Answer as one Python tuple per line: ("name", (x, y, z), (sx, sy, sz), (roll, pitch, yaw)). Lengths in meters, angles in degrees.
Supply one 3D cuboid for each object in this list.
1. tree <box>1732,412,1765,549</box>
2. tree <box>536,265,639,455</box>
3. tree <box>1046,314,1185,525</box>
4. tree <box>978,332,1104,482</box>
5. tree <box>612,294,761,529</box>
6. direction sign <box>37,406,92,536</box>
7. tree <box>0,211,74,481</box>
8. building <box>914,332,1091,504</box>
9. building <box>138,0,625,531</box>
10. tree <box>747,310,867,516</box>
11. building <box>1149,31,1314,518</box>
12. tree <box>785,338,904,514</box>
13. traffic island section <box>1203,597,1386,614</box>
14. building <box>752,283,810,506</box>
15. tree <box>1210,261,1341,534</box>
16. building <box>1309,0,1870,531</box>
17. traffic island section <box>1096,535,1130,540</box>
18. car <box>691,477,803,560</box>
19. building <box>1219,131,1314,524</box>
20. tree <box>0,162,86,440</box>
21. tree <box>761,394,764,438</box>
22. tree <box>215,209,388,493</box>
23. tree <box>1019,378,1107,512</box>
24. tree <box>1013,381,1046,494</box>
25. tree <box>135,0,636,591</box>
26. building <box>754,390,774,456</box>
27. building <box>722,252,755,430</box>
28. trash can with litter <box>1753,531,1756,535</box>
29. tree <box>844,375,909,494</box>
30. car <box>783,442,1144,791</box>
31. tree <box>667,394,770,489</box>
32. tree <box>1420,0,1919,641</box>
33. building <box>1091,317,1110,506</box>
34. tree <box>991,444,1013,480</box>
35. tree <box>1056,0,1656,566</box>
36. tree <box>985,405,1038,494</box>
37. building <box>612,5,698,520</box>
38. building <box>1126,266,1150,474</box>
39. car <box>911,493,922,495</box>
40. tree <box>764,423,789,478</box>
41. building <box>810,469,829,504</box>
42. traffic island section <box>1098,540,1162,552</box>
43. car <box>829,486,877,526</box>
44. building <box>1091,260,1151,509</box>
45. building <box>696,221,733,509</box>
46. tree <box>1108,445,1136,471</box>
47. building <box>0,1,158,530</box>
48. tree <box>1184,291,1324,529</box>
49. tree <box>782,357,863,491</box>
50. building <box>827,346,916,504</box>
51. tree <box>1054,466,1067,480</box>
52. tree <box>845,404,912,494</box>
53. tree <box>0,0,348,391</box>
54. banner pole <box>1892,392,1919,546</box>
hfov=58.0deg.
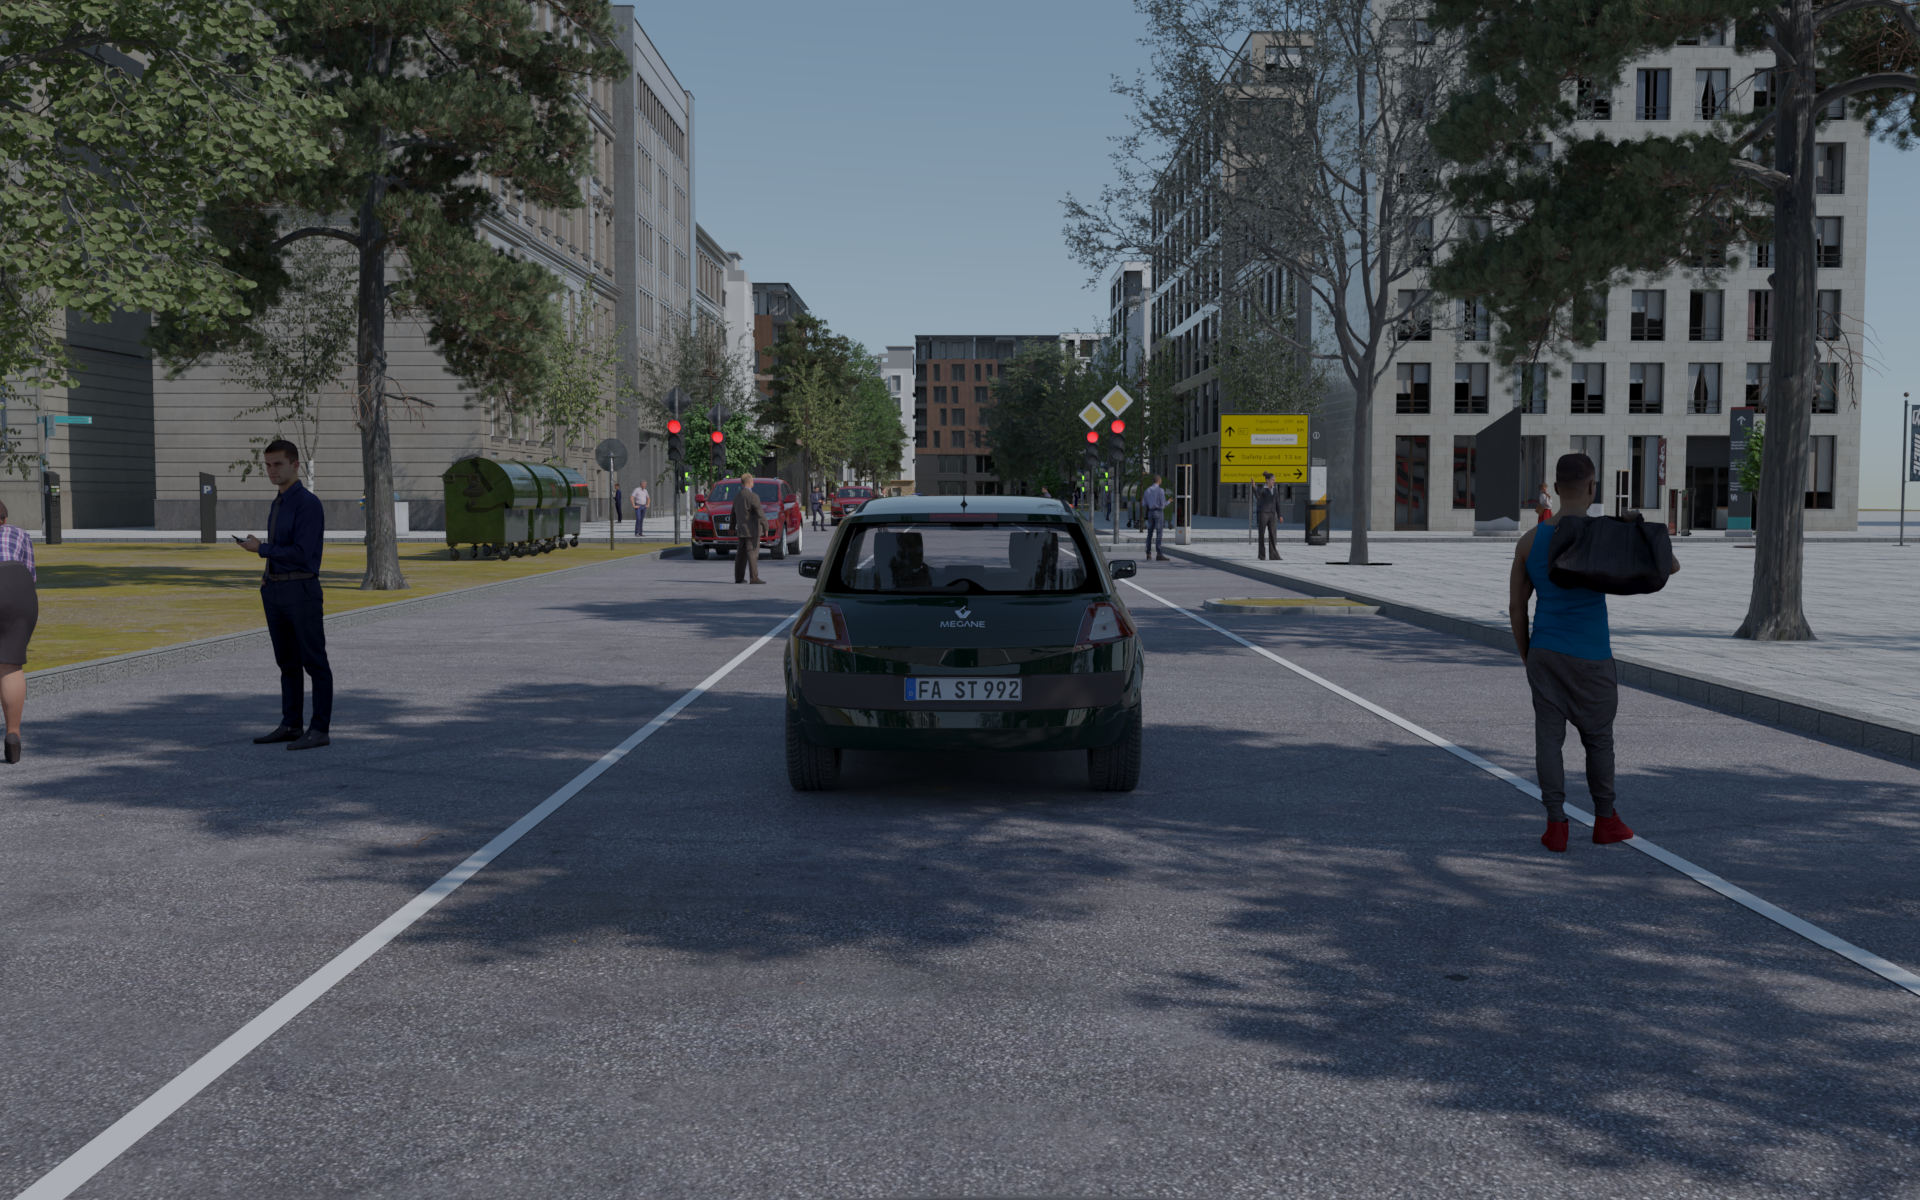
("tree", (18.854, -2.842, 41.069), (1.663, 3.219, 1.824), (0, 3, 0))
("tree", (-12.918, -6.504, 56.699), (4.737, 8.622, 4.395), (0, 3, 0))
("tree", (6.387, -7.371, 70.882), (4.737, 8.622, 4.395), (0, 3, 0))
("tree", (6.626, -14.041, 136.223), (9.857, 13.997, 8.962), (0, 3, 0))
("tree", (-10.166, -6.890, 63.014), (4.360, 8.622, 3.978), (0, 3, 0))
("direction sign", (-27.198, -3.917, 52.802), (1.411, 3.948, 2.525), (-3, 4, -38))
("tree", (-18.259, -4.942, 31.171), (4.360, 8.622, 3.978), (0, 3, 0))
("building", (10.455, -23.786, 232.883), (32.646, 21.610, 27.936), (0, 4, 0))
("building", (-22.236, -16.773, 71.504), (12.463, 27.353, 25.104), (0, 4, 0))
("tree", (-9.003, -10.984, 101.646), (6.751, 12.117, 7.091), (0, 3, 0))
("building", (23.620, -18.700, 110.257), (19.350, 26.468, 34.151), (0, 4, 0))
("tree", (-8.101, -11.542, 114.470), (9.928, 11.665, 9.643), (0, 3, 0))
("traffic island section", (4.083, 0.076, 21.627), (1.991, 0.108, 1.994), (0, 4, 0))
("building", (-32.867, -20.632, 181.315), (32.646, 21.610, 27.936), (0, 4, 0))
("tree", (10.072, -6.436, 55.584), (4.360, 8.622, 3.978), (0, 3, 0))
("building", (22.546, -12.814, 64.261), (16.860, 20.320, 10.420), (0, 4, 0))
("traffic island section", (3.982, -1.831, 52.218), (2.009, 0.180, 2.903), (0, 4, 0))
("car", (-4.790, -1.883, 39.454), (2.281, 1.827, 5.304), (0, 4, 1))
("building", (19.134, -13.405, 83.796), (10.561, 19.102, 19.286), (0, 4, 0))
("tree", (-21.379, -5.341, 37.683), (4.737, 8.622, 4.395), (0, 3, 0))
("tree", (-10.277, -7.229, 68.550), (4.360, 8.622, 3.978), (0, 3, 0))
("tree", (-14.338, -5.339, 37.648), (4.360, 8.622, 3.978), (0, 3, 0))
("tree", (6.126, -9.717, 109.233), (4.360, 8.622, 3.978), (0, 3, 0))
("tree", (6.044, -8.387, 87.498), (4.737, 8.622, 4.395), (0, 3, 0))
("tree", (-7.845, -6.172, 22.970), (6.751, 12.117, 7.091), (0, 3, 0))
("building", (-20.853, -12.905, 153.147), (9.099, 9.664, 28.070), (0, 4, 0))
("building", (-23.857, -16.924, 133.129), (16.016, 20.091, 11.380), (0, 4, 0))
("trash can with litter", (24.813, -2.580, 53.238), (1.678, 1.210, 2.233), (0, 4, -5))
("tree", (-9.275, -16.834, 182.653), (7.806, 13.903, 7.818), (0, 3, 0))
("car", (0.037, 0.002, 9.753), (2.009, 1.686, 4.222), (0, 4, 1))
("tree", (-7.969, -4.481, 56.976), (4.285, 4.588, 4.351), (0, 3, 0))
("tree", (7.246, -5.678, 14.889), (6.751, 12.117, 7.091), (0, 3, 0))
("building", (22.517, -20.404, 190.019), (16.016, 20.091, 11.380), (0, 4, 0))
("tree", (5.389, -13.650, 173.536), (4.737, 8.622, 4.395), (0, 3, 0))
("tree", (7.240, -7.380, 31.041), (12.009, 13.543, 11.850), (0, 3, 0))
("tree", (6.014, -17.029, 200.480), (6.751, 12.117, 7.091), (0, 3, 0))
("building", (-21.798, -16.884, 94.074), (12.078, 24.808, 19.932), (0, 4, 0))
("building", (22.238, -17.711, 146.001), (16.016, 20.091, 11.380), (0, 4, 0))
("car", (-4.427, -10.239, 176.992), (1.945, 1.707, 3.694), (0, 4, 0))
("tree", (-10.348, -7.610, 74.790), (4.360, 8.622, 3.978), (0, 3, 0))
("building", (-32.971, -22.064, 227.201), (31.486, 18.905, 16.747), (0, 4, 0))
("traffic island section", (4.010, -1.343, 44.233), (2.009, 0.180, 2.903), (0, 4, 0))
("car", (-4.782, -4.305, 79.063), (2.281, 1.827, 5.304), (0, 4, -1))
("building", (28.229, -19.815, 167.947), (27.936, 21.610, 32.646), (0, 4, 0))
("building", (-22.103, -17.037, 114.709), (11.583, 22.565, 21.152), (0, 4, 0))
("tree", (10.273, -10.591, 123.525), (4.360, 8.622, 3.978), (0, 3, 0))
("building", (-46.533, -14.334, 67.637), (30.059, 22.955, 16.112), (0, 4, 0))
("tree", (11.134, -6.942, 63.864), (4.737, 8.622, 4.395), (0, 3, 0))
("tree", (-7.663, -8.721, 92.943), (4.737, 8.622, 4.395), (0, 3, 0))
("building", (-11.538, -22.677, 227.189), (11.380, 20.091, 16.016), (0, 4, 0))
("tree", (6.619, -7.602, 118.887), (1.663, 3.219, 1.824), (0, 3, 0))
("tree", (-9.280, -16.860, 193.785), (7.486, 12.596, 7.792), (0, 3, 0))
("tree", (-8.149, -5.692, 11.184), (7.486, 12.596, 7.792), (0, 3, 0))
("banner pole", (23.432, -3.218, 42.627), (0.863, 3.779, 0.401), (-1, 4, -12))
